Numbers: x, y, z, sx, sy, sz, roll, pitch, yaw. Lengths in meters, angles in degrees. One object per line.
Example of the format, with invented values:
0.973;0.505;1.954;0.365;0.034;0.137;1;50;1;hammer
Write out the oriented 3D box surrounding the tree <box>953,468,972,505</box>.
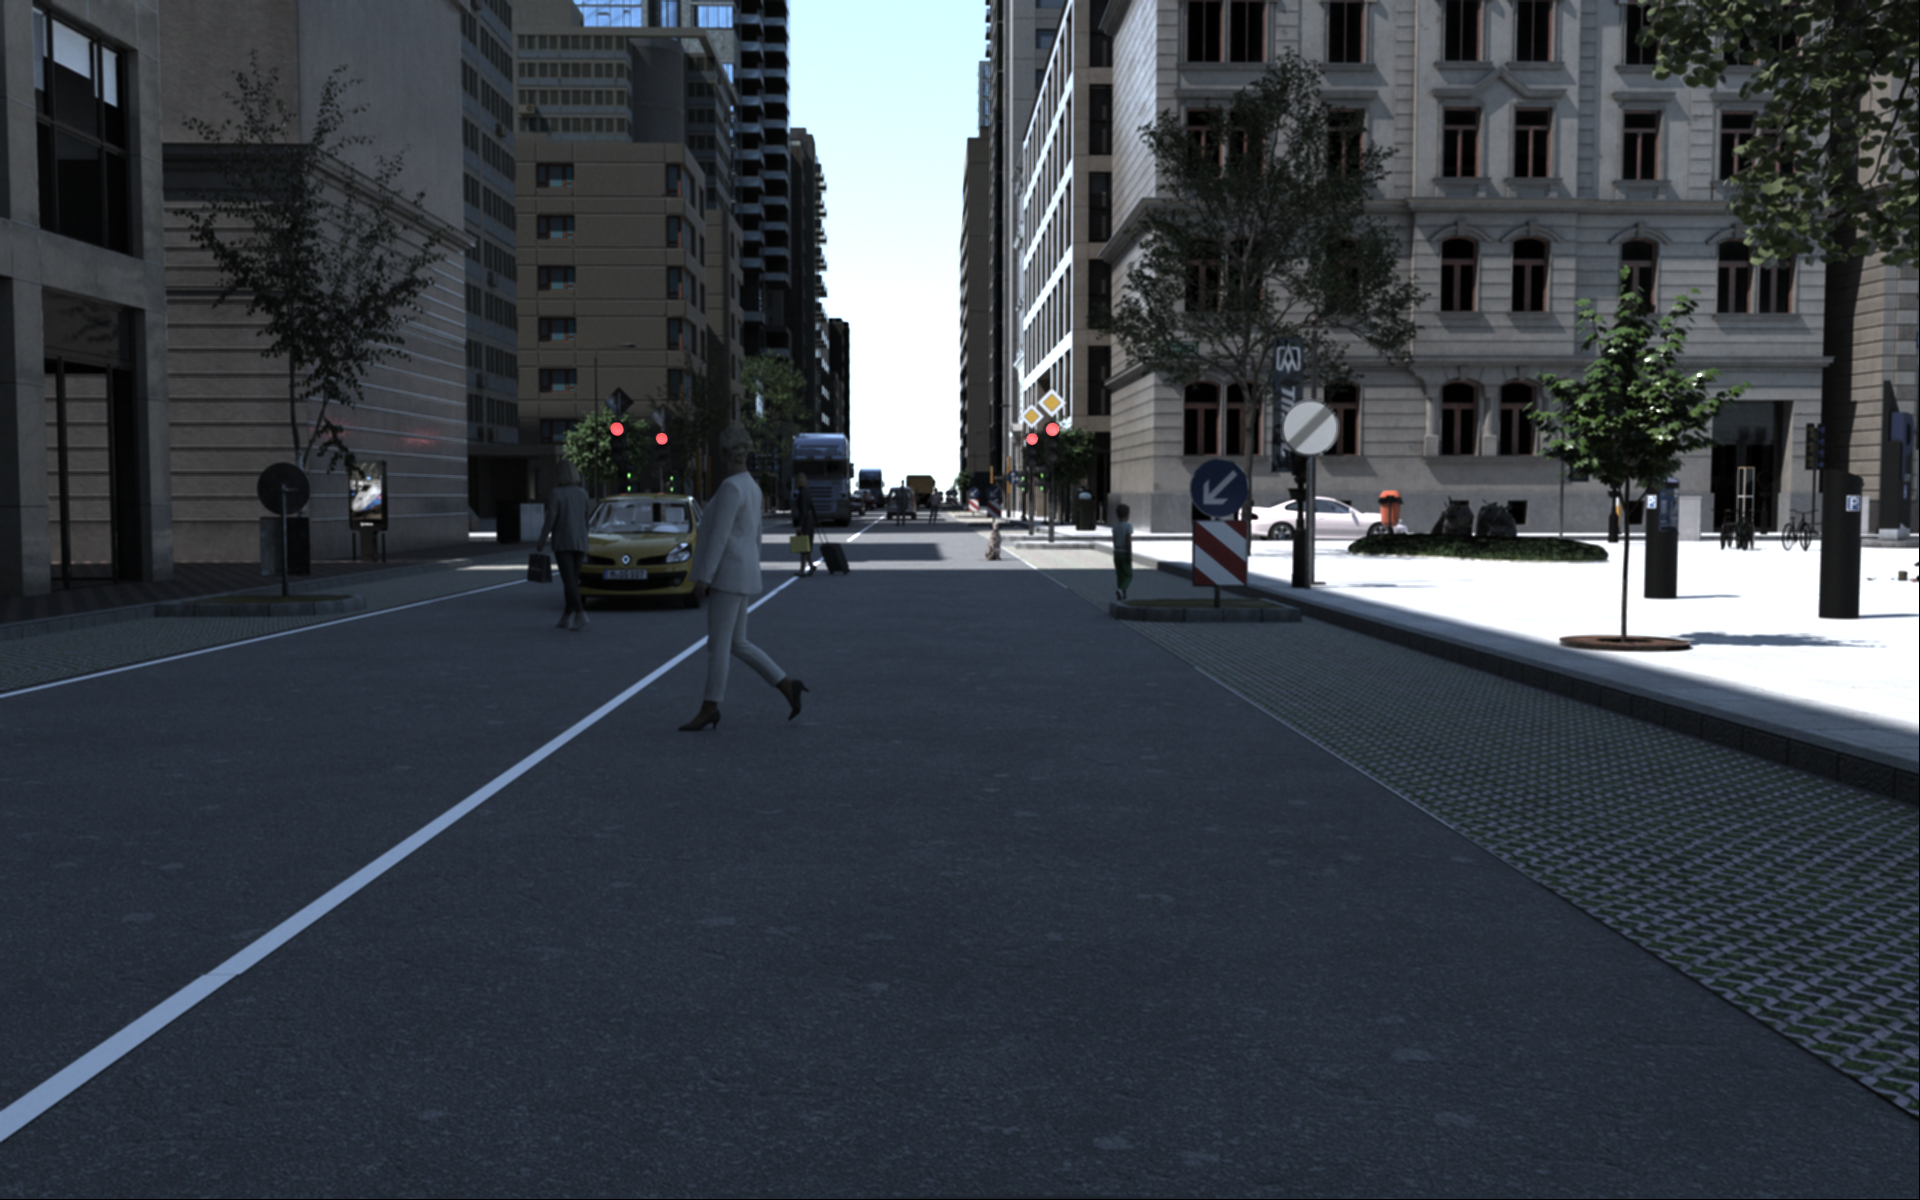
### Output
0.730;-13.983;212.335;4.285;4.588;4.351;0;3;0;tree

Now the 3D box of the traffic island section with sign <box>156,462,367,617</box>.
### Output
-8.367;-0.759;21.033;1.989;1.847;2.006;0;4;-1;traffic island section with sign

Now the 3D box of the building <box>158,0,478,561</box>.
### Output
-24.079;-11.998;37.965;24.055;21.916;13.314;0;4;-1;building

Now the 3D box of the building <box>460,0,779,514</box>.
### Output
-31.364;-27.397;139.815;32.217;40.220;23.993;0;4;-1;building

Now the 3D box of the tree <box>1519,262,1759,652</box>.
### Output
5.596;-1.226;14.644;1.663;3.219;1.824;0;3;0;tree

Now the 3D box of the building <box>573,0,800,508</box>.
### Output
-26.413;-52.224;166.531;22.319;86.520;31.000;0;4;-1;building

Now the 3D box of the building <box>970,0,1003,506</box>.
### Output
11.755;-46.152;192.836;20.563;71.187;20.611;0;4;-1;building

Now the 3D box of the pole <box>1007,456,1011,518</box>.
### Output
2.648;-6.123;93.948;0.158;3.312;0.155;0;3;0;pole

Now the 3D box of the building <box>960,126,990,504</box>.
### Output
11.268;-36.750;224.563;21.300;48.544;21.600;0;4;-1;building

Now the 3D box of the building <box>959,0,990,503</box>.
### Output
11.398;-57.325;249.927;22.319;86.520;31.000;0;4;-1;building

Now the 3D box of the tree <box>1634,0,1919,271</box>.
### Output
6.569;-5.437;7.023;7.486;12.596;7.792;0;3;0;tree

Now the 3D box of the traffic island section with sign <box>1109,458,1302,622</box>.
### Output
2.776;-0.704;20.143;1.989;1.847;2.006;0;4;-1;traffic island section with sign

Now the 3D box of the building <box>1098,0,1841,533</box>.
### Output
17.187;-16.809;62.211;23.554;28.519;14.401;0;4;-1;building

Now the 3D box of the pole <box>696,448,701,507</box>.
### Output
-11.519;-5.044;76.319;0.158;3.312;0.155;0;3;0;pole

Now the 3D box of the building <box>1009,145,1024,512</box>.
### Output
10.684;-20.366;118.880;13.634;28.700;20.117;0;4;-1;building

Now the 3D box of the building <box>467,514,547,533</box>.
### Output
-30.398;-22.797;64.614;32.217;40.220;23.993;0;4;-1;building

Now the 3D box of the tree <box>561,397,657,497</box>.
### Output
-11.777;-4.576;58.527;4.285;4.588;4.351;0;3;0;tree

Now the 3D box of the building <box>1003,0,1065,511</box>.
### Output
14.097;-36.877;144.943;21.231;58.520;28.212;0;4;-1;building

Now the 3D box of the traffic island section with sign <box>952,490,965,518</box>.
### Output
0.675;-5.786;103.230;1.989;1.847;2.006;0;4;-1;traffic island section with sign

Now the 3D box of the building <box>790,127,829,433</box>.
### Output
-28.801;-37.172;227.365;23.786;49.044;30.456;0;4;-1;building

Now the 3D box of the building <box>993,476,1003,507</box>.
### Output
19.383;-29.347;171.698;32.217;40.220;23.993;0;4;-1;building

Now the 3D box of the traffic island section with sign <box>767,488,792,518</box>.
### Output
-10.468;-5.806;103.552;1.989;1.847;2.006;0;4;-1;traffic island section with sign

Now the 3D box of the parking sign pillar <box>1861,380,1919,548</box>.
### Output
22.471;-3.246;41.544;1.447;3.967;1.447;3;5;40;parking sign pillar

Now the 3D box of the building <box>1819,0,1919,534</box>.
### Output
41.556;-16.132;61.021;25.104;27.353;12.463;0;4;-1;building

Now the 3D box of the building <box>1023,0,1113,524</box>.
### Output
13.997;-17.551;91.476;19.350;26.468;34.151;0;4;-1;building

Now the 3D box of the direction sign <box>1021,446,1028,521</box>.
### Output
3.071;-5.522;82.277;0.379;3.537;0.876;-1;4;-11;direction sign

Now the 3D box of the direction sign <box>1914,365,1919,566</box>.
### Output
17.209;-2.370;30.741;0.876;3.537;0.379;-2;4;-33;direction sign

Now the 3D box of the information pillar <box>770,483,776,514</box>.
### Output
-12.299;-6.691;113.894;0.304;2.012;0.304;-2;4;-31;information pillar

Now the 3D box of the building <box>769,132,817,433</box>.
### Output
-23.268;-31.032;190.963;14.154;41.232;14.086;0;4;-1;building

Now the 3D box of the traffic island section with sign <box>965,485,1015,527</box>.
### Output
1.356;-4.129;76.131;1.989;1.847;2.006;0;4;-1;traffic island section with sign

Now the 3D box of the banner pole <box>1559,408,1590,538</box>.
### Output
15.280;-3.255;43.232;0.863;3.779;0.401;1;4;21;banner pole

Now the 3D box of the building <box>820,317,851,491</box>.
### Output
-24.969;-31.035;279.130;14.160;30.474;14.107;0;4;-1;building

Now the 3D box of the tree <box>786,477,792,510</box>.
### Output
-13.613;-9.015;142.004;1.663;3.219;1.824;0;3;0;tree

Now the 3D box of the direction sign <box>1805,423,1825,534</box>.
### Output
27.464;-3.895;55.673;0.876;3.537;0.379;-2;4;-27;direction sign

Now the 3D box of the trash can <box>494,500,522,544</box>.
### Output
-11.714;-2.035;44.927;0.748;1.137;0.748;0;3;0;trash can

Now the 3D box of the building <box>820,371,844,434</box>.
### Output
-31.660;-25.243;257.764;27.650;21.520;28.899;0;4;-1;building

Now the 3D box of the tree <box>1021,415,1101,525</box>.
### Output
4.163;-5.384;71.749;4.285;4.588;4.351;0;3;0;tree

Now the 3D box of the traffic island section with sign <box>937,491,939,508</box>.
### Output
-1.309;-10.540;180.955;1.989;1.847;2.006;0;4;-1;traffic island section with sign

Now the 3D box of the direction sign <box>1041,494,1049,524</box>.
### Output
3.670;-5.050;74.560;0.876;3.537;0.379;0;4;5;direction sign

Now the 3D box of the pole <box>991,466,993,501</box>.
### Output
2.326;-8.075;125.871;0.158;3.312;0.155;0;3;0;pole

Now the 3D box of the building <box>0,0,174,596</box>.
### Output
-21.014;-12.450;8.080;19.350;26.468;34.151;0;4;-1;building

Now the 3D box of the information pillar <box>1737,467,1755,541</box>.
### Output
21.360;-2.606;47.099;0.304;2.012;0.304;-1;4;-10;information pillar

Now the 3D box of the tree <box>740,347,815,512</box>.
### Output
-14.088;-12.116;123.852;9.928;11.665;9.643;0;3;0;tree

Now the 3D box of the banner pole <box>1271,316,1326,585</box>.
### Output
4.776;-2.107;24.466;0.863;3.779;0.401;-1;4;-13;banner pole

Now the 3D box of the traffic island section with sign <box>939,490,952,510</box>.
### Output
-0.626;-8.892;154.008;1.989;1.847;2.006;0;4;-1;traffic island section with sign

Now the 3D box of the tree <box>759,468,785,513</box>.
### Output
-13.408;-7.575;118.450;1.663;3.219;1.824;0;3;0;tree

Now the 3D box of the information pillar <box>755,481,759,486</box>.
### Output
-11.885;-5.879;100.617;0.304;2.012;0.304;1;4;11;information pillar

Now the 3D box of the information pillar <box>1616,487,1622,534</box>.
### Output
20.992;-3.901;55.136;0.183;3.616;0.504;2;4;32;information pillar

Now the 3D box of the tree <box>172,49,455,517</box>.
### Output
-11.118;-4.851;29.671;4.360;8.622;3.978;0;3;0;tree

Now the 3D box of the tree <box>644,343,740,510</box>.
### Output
-12.715;-8.136;83.390;4.737;8.622;4.395;0;3;0;tree

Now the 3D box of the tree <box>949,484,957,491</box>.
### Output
-0.910;-17.054;273.426;1.663;3.219;1.824;0;3;0;tree

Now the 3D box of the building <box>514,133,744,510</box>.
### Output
-27.732;-15.572;99.645;27.650;21.520;28.899;0;4;-1;building

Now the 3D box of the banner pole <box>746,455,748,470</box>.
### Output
-13.662;-7.394;110.905;0.401;3.779;0.863;-1;4;-14;banner pole

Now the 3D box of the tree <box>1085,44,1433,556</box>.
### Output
6.199;-6.182;35.494;7.601;10.594;8.767;-1;4;-17;tree
